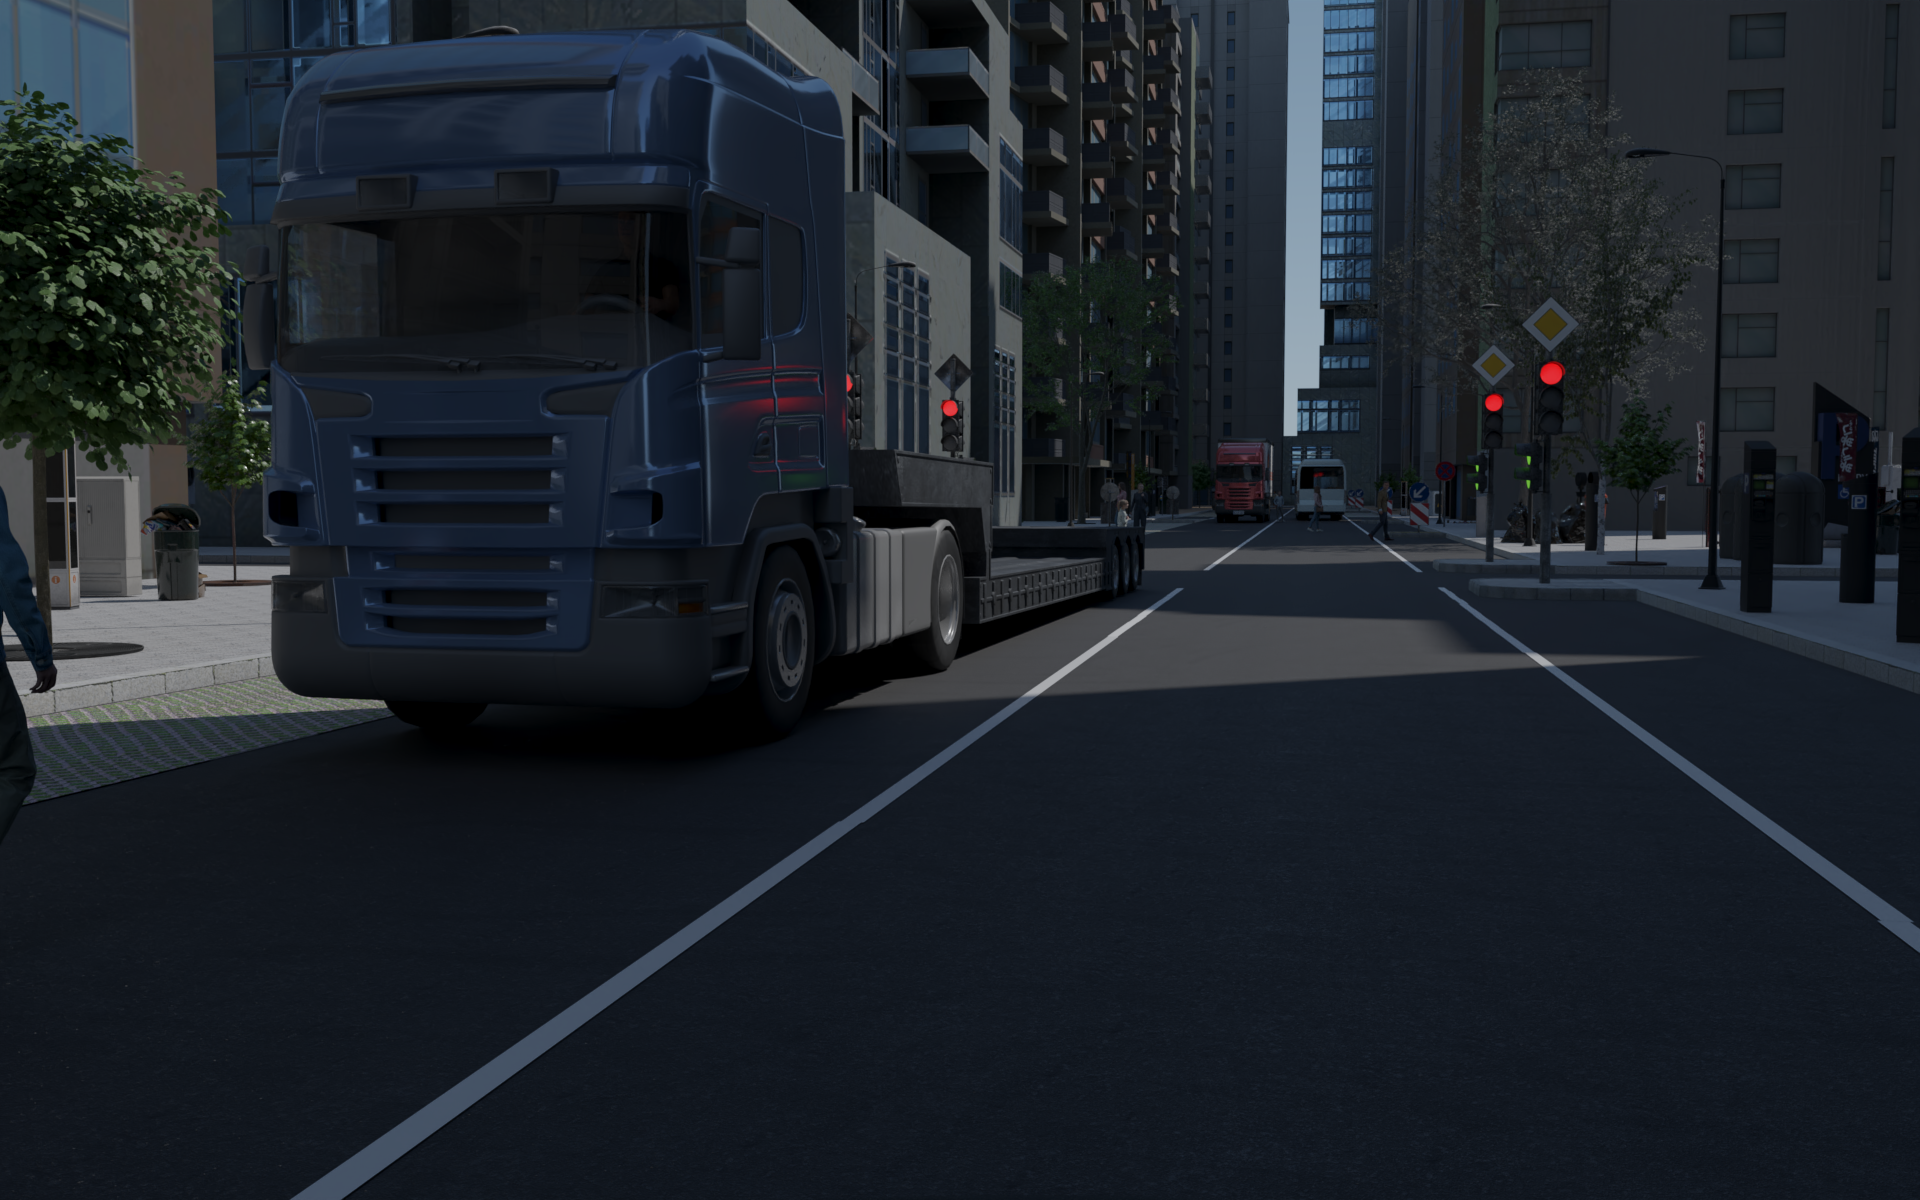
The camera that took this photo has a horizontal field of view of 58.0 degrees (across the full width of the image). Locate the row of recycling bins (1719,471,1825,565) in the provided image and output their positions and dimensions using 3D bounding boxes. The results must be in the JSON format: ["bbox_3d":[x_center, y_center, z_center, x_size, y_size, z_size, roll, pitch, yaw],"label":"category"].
[{"bbox_3d":[15.394,-1.583,32.992,1.069,1.692,3.534,0,4,5],"label":"row of recycling bins"}]

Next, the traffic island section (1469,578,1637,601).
[{"bbox_3d":[8.422,-0.159,24.882,2.009,0.180,2.903,1,4,12],"label":"traffic island section"}]

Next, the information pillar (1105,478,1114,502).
[{"bbox_3d":[6.956,-4.654,80.587,0.304,2.012,0.304,3,4,36],"label":"information pillar"}]

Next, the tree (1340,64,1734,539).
[{"bbox_3d":[16.172,-8.478,48.992,12.009,13.543,11.850,0,3,0],"label":"tree"}]

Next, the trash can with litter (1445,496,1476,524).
[{"bbox_3d":[22.102,-3.970,75.963,2.233,1.210,1.678,1,4,20],"label":"trash can with litter"}]

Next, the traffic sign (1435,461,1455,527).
[{"bbox_3d":[18.807,-4.104,67.204,0.768,2.556,0.104,1,4,13],"label":"traffic sign"}]

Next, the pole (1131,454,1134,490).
[{"bbox_3d":[8.736,-5.732,87.566,0.158,3.312,0.155,0,3,0],"label":"pole"}]

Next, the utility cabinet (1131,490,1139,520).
[{"bbox_3d":[8.769,-4.753,86.389,0.318,1.500,1.173,1,4,17],"label":"utility cabinet"}]

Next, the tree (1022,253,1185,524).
[{"bbox_3d":[5.379,-9.054,73.787,9.928,11.665,9.643,0,3,0],"label":"tree"}]

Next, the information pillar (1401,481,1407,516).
[{"bbox_3d":[25.854,-5.892,100.833,0.304,2.012,0.304,2,4,25],"label":"information pillar"}]

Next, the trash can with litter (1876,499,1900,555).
[{"bbox_3d":[19.338,-1.542,36.604,1.055,1.170,0.624,0,4,7],"label":"trash can with litter"}]

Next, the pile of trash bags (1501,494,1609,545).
[{"bbox_3d":[15.554,-2.138,44.707,1.912,1.369,3.447,-1,4,-16],"label":"pile of trash bags"}]

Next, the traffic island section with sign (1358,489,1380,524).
[{"bbox_3d":[20.587,-4.631,84.350,1.989,1.847,2.006,1,4,12],"label":"traffic island section with sign"}]

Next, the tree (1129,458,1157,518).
[{"bbox_3d":[9.748,-5.998,92.669,1.663,3.219,1.824,0,3,0],"label":"tree"}]

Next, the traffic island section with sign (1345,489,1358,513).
[{"bbox_3d":[30.411,-7.573,132.451,1.989,1.847,2.006,1,4,12],"label":"traffic island section with sign"}]

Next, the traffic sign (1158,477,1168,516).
[{"bbox_3d":[12.073,-6.187,103.286,0.606,2.300,0.079,1,4,16],"label":"traffic sign"}]

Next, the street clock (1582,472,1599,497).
[{"bbox_3d":[20.461,-3.143,55.965,0.358,2.002,0.471,0,4,-3],"label":"street clock"}]

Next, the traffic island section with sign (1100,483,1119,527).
[{"bbox_3d":[5.102,-3.070,58.823,1.989,1.847,2.006,1,4,12],"label":"traffic island section with sign"}]

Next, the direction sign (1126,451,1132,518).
[{"bbox_3d":[8.878,-6.062,91.117,0.379,3.537,0.876,-1,4,-11],"label":"direction sign"}]

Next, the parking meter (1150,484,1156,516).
[{"bbox_3d":[11.175,-5.811,100.718,0.399,1.863,0.255,-3,5,-43],"label":"parking meter"}]

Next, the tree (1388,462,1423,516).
[{"bbox_3d":[26.851,-6.680,103.823,1.663,3.219,1.824,0,3,0],"label":"tree"}]

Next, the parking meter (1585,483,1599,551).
[{"bbox_3d":[14.339,-1.881,39.164,0.372,1.533,0.369,0,3,0],"label":"parking meter"}]

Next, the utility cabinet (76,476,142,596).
[{"bbox_3d":[-10.884,-0.796,21.687,1.173,1.500,0.318,1,4,11],"label":"utility cabinet"}]

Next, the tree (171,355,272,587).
[{"bbox_3d":[-10.167,-1.813,24.250,1.663,3.219,1.824,0,3,0],"label":"tree"}]

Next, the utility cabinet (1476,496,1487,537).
[{"bbox_3d":[15.665,-2.502,52.066,0.306,1.237,1.020,1,4,18],"label":"utility cabinet"}]

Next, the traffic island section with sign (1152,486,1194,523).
[{"bbox_3d":[10.563,-4.707,85.589,1.989,1.847,2.006,1,4,12],"label":"traffic island section with sign"}]

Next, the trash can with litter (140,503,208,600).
[{"bbox_3d":[-9.578,-0.598,21.166,0.624,1.170,1.055,-1,4,-15],"label":"trash can with litter"}]

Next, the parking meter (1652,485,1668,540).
[{"bbox_3d":[19.808,-2.484,49.020,0.372,1.533,0.369,0,3,0],"label":"parking meter"}]

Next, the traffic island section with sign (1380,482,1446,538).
[{"bbox_3d":[15.195,-3.013,57.883,1.989,1.847,2.006,1,4,12],"label":"traffic island section with sign"}]

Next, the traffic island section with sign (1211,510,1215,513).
[{"bbox_3d":[20.548,-7.694,134.423,1.989,1.847,2.006,1,4,12],"label":"traffic island section with sign"}]

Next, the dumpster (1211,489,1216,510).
[{"bbox_3d":[20.701,-7.829,136.218,1.865,1.857,1.264,1,4,13],"label":"dumpster"}]

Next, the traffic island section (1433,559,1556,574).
[{"bbox_3d":[10.021,-0.638,32.706,2.009,0.180,2.903,1,4,12],"label":"traffic island section"}]

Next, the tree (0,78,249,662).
[{"bbox_3d":[-7.286,-1.843,13.846,4.285,4.588,4.351,0,3,0],"label":"tree"}]

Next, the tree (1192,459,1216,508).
[{"bbox_3d":[21.690,-10.606,157.126,4.285,4.588,4.351,0,3,0],"label":"tree"}]

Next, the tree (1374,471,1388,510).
[{"bbox_3d":[33.059,-8.477,133.202,1.663,3.219,1.824,0,3,0],"label":"tree"}]

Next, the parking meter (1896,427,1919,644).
[{"bbox_3d":[8.288,-0.564,14.939,0.255,1.863,0.399,3,5,44],"label":"parking meter"}]

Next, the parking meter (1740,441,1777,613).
[{"bbox_3d":[8.661,-0.800,18.794,0.255,1.863,0.399,1,4,11],"label":"parking meter"}]

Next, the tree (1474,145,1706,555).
[{"bbox_3d":[13.382,-5.272,36.553,4.360,8.622,3.978,0,3,0],"label":"tree"}]

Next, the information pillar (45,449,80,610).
[{"bbox_3d":[-9.997,-0.900,19.209,0.304,2.012,0.304,-1,4,-8],"label":"information pillar"}]

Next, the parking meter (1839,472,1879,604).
[{"bbox_3d":[10.597,-0.735,20.424,0.372,1.533,0.369,0,3,0],"label":"parking meter"}]

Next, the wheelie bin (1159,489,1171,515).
[{"bbox_3d":[12.870,-6.166,108.715,0.693,1.594,0.980,1,4,22],"label":"wheelie bin"}]

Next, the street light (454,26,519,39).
[{"bbox_3d":[-5.059,-2.748,17.465,1.470,5.913,1.316,1,4,12],"label":"street light"}]

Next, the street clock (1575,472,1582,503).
[{"bbox_3d":[20.642,-3.244,57.603,0.358,2.002,0.471,0,4,-2],"label":"street clock"}]

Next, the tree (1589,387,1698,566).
[{"bbox_3d":[12.181,-2.250,31.395,1.663,3.219,1.824,0,3,0],"label":"tree"}]
